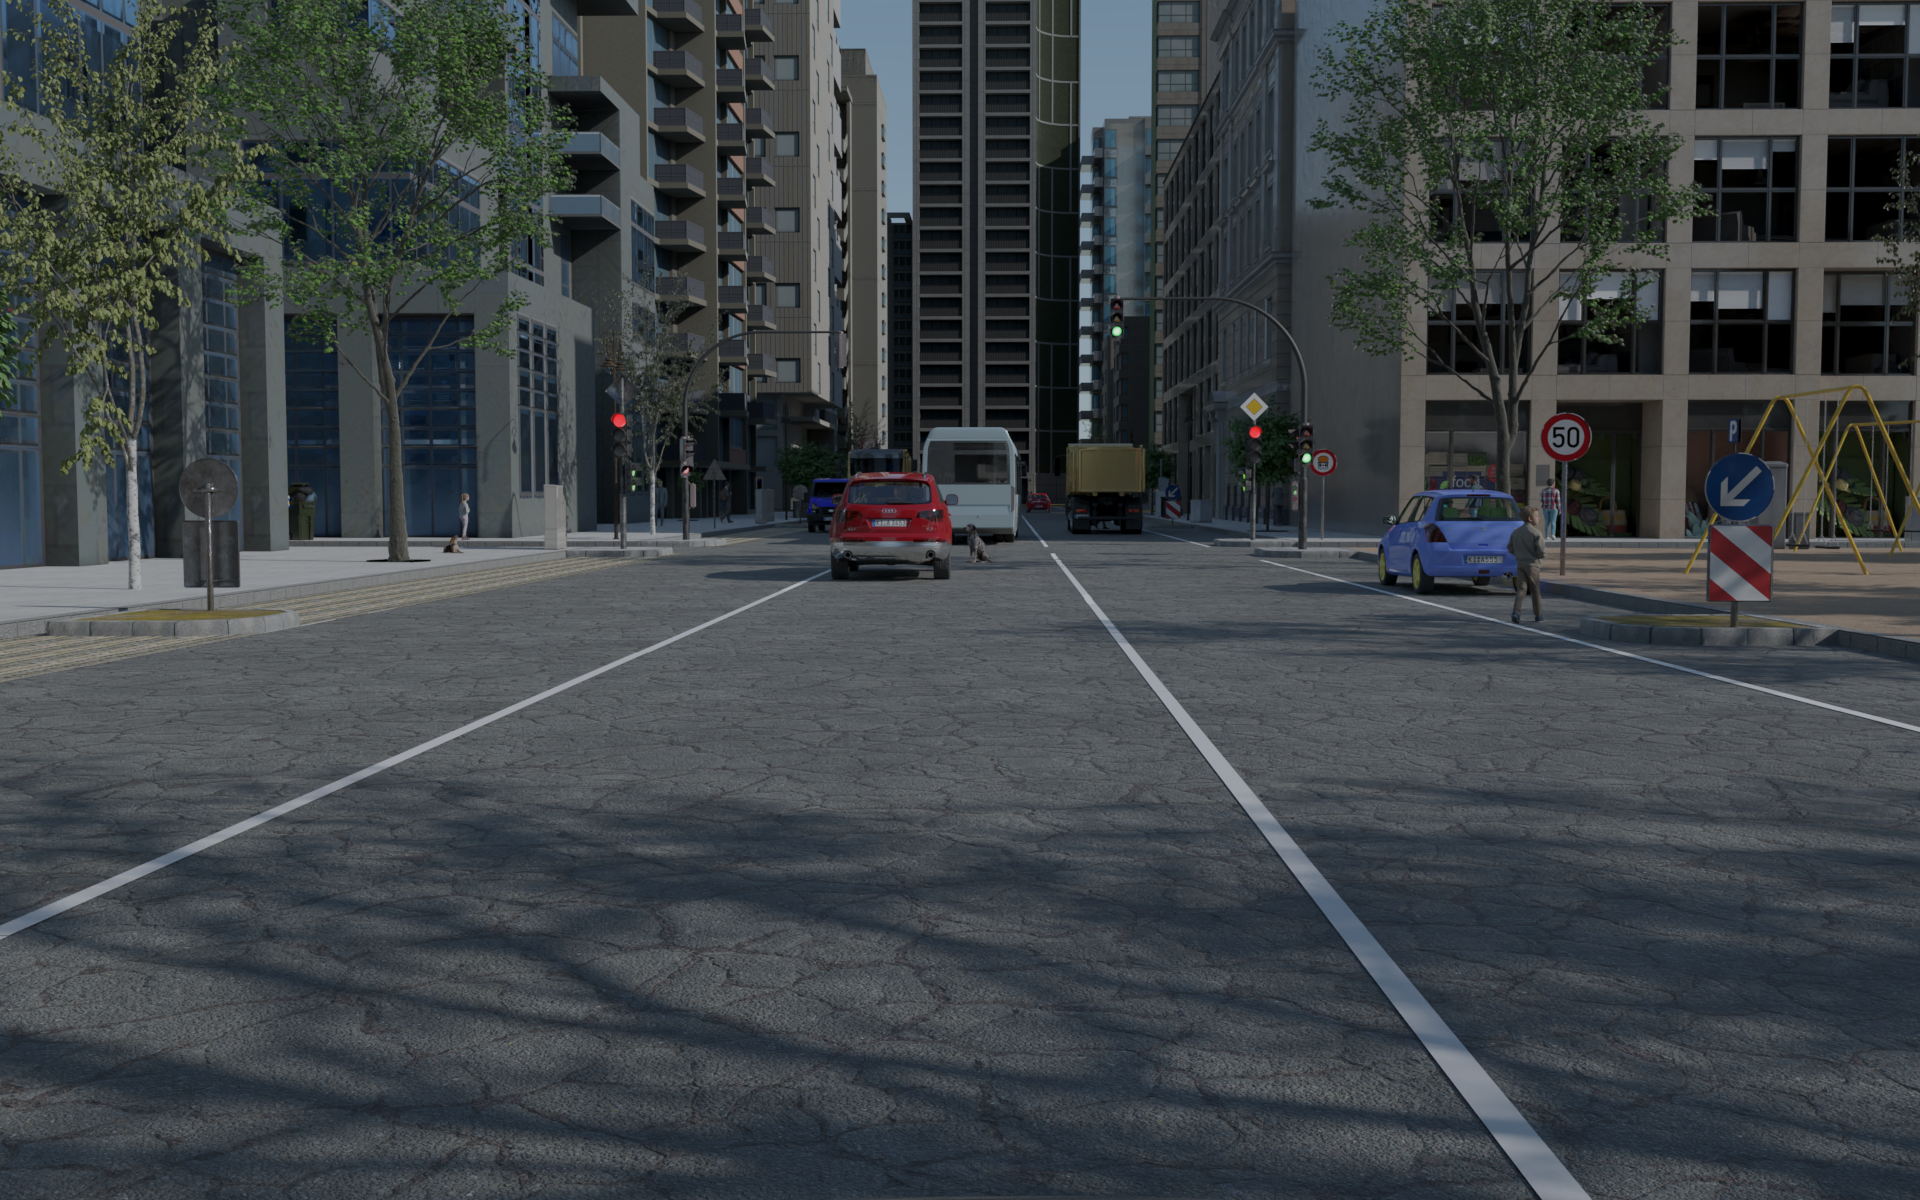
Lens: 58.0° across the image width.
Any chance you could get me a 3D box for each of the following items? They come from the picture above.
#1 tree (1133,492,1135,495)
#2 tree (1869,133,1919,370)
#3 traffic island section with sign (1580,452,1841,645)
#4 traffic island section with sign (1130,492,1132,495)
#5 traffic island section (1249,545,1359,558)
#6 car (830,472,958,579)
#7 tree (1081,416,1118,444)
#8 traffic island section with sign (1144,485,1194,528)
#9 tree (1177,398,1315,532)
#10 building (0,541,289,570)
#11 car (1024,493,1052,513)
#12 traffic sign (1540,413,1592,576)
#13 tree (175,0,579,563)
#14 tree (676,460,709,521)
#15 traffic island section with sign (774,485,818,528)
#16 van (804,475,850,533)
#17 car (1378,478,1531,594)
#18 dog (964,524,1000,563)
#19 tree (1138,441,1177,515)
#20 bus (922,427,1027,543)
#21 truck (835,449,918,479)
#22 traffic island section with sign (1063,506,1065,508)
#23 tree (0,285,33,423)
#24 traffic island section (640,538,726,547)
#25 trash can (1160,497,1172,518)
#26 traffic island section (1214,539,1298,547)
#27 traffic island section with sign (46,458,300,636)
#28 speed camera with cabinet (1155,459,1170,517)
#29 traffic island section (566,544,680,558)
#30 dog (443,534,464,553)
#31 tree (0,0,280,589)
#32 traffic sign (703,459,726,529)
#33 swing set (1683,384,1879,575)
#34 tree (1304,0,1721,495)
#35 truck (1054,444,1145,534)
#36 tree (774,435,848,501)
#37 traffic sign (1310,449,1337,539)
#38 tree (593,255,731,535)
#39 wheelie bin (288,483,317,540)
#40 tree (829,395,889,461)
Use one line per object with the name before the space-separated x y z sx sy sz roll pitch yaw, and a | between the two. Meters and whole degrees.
tree | 12.694 -8.194 128.571 1.663 3.219 1.824 0 3 0
tree | 19.080 -5.011 32.290 4.360 8.622 3.978 0 3 0
traffic island section with sign | 7.373 -0.534 17.355 1.989 1.847 2.006 0 4 1
traffic island section with sign | 9.499 -5.592 100.057 1.989 1.847 2.006 0 4 1
traffic island section | 7.944 -1.091 40.122 2.009 0.180 2.903 0 4 1
car | -1.167 -1.342 30.607 2.281 1.827 5.304 0 4 0
tree | 13.150 -12.961 162.269 4.737 8.622 4.395 0 3 0
traffic island section with sign | 8.807 -3.944 73.111 1.989 1.847 2.006 0 4 1
tree | 10.473 -4.618 59.216 4.285 4.588 4.351 0 3 0
building | -31.123 -43.643 26.233 31.000 86.520 22.319 0 4 1
car | 6.048 -7.630 133.791 2.155 1.783 4.494 0 4 1
traffic sign | 9.482 -1.656 27.182 0.768 2.556 0.104 1 4 10
tree | -10.765 -6.521 32.378 9.928 11.665 9.643 0 3 0
tree | -13.082 -5.395 82.811 1.663 3.219 1.824 0 3 0
traffic island section with sign | -6.729 -3.944 73.104 1.989 1.847 2.006 0 4 1
van | -4.660 -3.775 66.106 2.240 2.365 5.245 0 4 2
car | 7.409 -1.006 26.047 1.945 1.707 3.694 0 4 2
dog | 0.492 -1.182 36.166 0.800 0.831 0.513 0 4 4
tree | 11.954 -8.053 115.379 4.285 4.588 4.351 0 3 0
bus | 0.563 -3.643 54.417 2.948 3.499 13.247 0 4 3
truck | -3.512 -4.944 76.751 3.469 3.379 9.791 0 4 0
traffic island section with sign | 11.488 -10.284 176.771 1.989 1.847 2.006 0 4 1
tree | -11.291 -2.078 17.696 4.285 4.588 4.351 0 3 0
traffic island section | -7.686 -1.605 48.517 2.009 0.180 2.903 0 4 1
trash can | 11.180 -5.025 93.809 0.748 1.137 0.748 0 3 0
traffic island section | 8.150 -1.579 48.105 2.009 0.180 2.903 0 4 1
traffic island section with sign | -8.146 -0.589 18.262 1.989 1.847 2.006 0 4 1
speed camera with cabinet | 11.292 -6.238 96.321 0.660 3.252 2.038 1 4 13
traffic island section | -7.892 -1.116 40.535 2.009 0.180 2.903 0 4 1
dog | -10.992 -1.221 37.694 0.550 0.427 0.748 0 4 -1
tree | -11.342 -4.442 22.994 4.737 8.622 4.395 0 3 0
traffic sign | -9.131 -3.939 64.406 0.884 2.594 0.081 0 4 6
swing set | 12.894 -1.739 26.049 2.862 2.851 3.119 0 4 5
tree | 10.246 -6.523 32.415 9.928 11.665 9.643 0 3 0
truck | 5.352 -4.247 65.367 3.469 3.379 9.791 0 4 2
tree | -8.698 -6.886 96.307 4.285 4.588 4.351 0 3 0
traffic sign | 10.240 -2.984 48.899 0.768 2.556 0.104 1 4 10
tree | -9.509 -6.377 54.619 4.360 8.622 3.978 0 3 0
wheelie bin | -18.307 -2.460 48.127 0.693 1.594 0.980 2 4 24
tree | -7.484 -10.910 128.738 4.360 8.622 3.978 0 3 0
